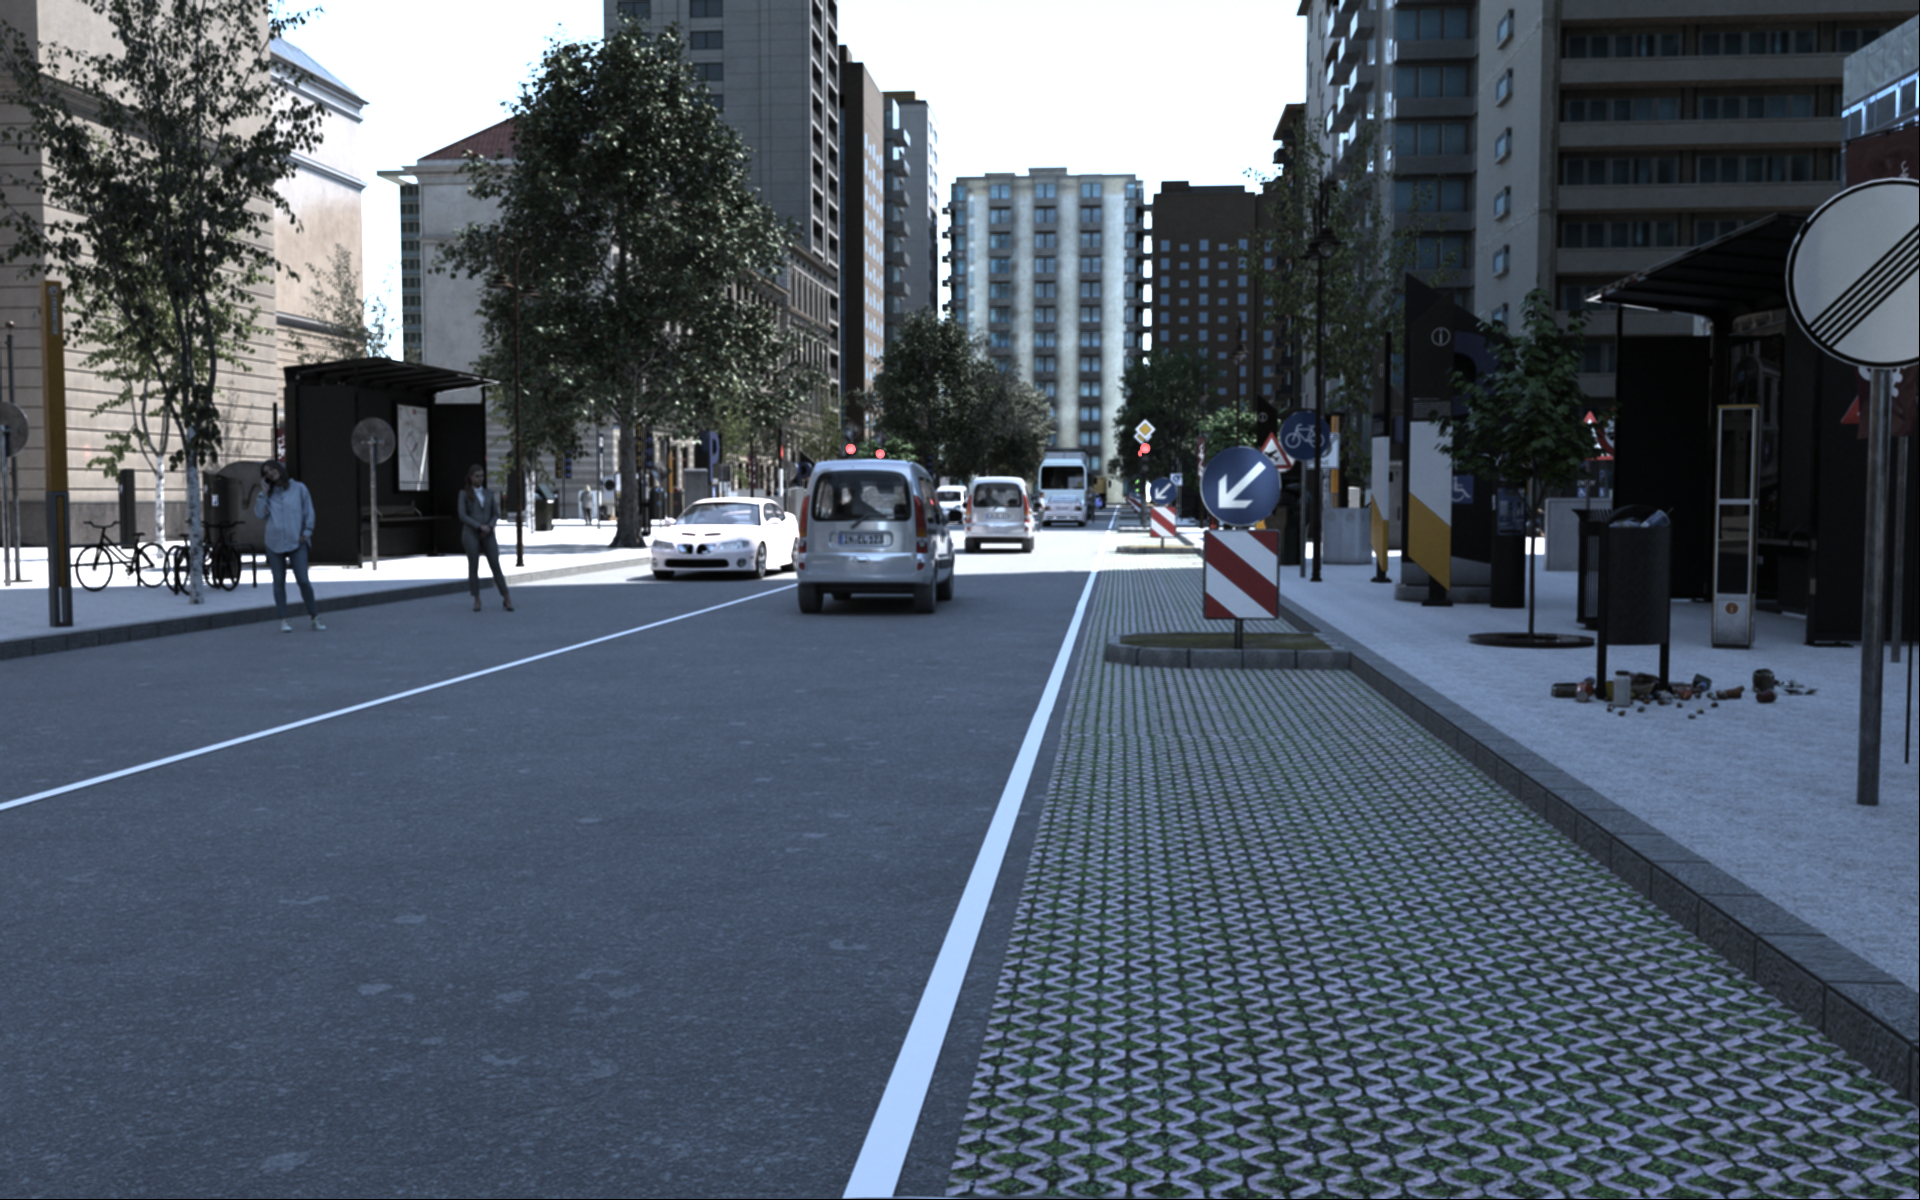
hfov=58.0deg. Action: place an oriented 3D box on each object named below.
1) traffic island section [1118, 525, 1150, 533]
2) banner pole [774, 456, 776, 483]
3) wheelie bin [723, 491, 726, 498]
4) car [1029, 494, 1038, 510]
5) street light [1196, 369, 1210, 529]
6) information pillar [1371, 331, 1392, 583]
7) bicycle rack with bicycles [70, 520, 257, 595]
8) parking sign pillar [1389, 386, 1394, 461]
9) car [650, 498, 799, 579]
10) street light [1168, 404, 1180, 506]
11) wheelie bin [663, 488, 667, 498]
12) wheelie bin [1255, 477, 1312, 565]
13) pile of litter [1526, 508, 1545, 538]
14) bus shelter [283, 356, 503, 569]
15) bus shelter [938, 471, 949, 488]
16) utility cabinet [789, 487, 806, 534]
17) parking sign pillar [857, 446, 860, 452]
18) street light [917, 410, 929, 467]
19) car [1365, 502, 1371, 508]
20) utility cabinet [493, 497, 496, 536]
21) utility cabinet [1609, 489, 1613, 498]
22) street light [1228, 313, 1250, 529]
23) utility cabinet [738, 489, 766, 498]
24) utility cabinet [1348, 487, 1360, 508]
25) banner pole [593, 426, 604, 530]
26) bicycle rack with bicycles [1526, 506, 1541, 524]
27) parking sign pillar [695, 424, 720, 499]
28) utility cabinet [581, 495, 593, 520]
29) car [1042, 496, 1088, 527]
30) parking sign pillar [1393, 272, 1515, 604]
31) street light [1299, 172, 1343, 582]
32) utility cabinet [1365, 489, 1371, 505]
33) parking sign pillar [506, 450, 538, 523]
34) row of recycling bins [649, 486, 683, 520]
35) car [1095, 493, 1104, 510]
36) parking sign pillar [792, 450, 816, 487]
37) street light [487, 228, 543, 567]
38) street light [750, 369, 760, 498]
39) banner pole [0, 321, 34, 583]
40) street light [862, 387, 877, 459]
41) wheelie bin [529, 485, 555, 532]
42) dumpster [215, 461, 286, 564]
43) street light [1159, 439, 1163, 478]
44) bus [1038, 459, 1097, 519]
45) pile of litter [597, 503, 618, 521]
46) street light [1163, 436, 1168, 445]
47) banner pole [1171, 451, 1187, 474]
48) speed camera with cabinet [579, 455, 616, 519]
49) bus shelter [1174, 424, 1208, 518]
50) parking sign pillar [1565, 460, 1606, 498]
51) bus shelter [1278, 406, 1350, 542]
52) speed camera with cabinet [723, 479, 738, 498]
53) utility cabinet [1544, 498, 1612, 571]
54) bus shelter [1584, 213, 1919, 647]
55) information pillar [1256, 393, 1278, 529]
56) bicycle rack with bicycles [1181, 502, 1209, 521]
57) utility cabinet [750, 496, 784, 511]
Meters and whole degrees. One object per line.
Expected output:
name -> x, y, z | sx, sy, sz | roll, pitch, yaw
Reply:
traffic island section -> 6.927, -2.599, 64.772 | 2.009, 0.180, 2.903 | 0, 4, 5
banner pole -> -12.108, -7.541, 113.313 | 0.401, 3.779, 0.863 | 0, 4, -4
wheelie bin -> -11.902, -4.733, 85.297 | 0.693, 1.594, 0.980 | -1, 4, -18
car -> 6.254, -7.867, 140.422 | 2.131, 1.459, 4.920 | 0, 4, 4
street light -> 8.945, -5.574, 63.918 | 0.468, 5.910, 1.993 | 0, 4, 5
information pillar -> 6.119, -2.069, 25.181 | 0.183, 3.616, 0.504 | 0, 4, -8
bicycle rack with bicycles -> -10.558, -0.601, 23.215 | 2.852, 0.926, 2.925 | 1, 4, 11
parking sign pillar -> 11.269, -3.362, 43.446 | 1.447, 3.967, 1.447 | -3, 5, -40
car -> -4.078, -1.122, 30.703 | 2.083, 1.381, 4.827 | 0, 4, 6
street light -> 11.011, -7.080, 88.553 | 0.468, 5.910, 1.993 | 0, 4, 5
wheelie bin -> -15.916, -5.118, 91.595 | 0.980, 1.594, 0.693 | -1, 4, -18
wheelie bin -> 5.942, -1.433, 31.339 | 0.980, 1.594, 0.693 | -3, 4, -37
pile of litter -> 17.475, -2.291, 51.424 | 1.719, 0.858, 1.176 | -2, 4, -34
bus shelter -> -10.517, -2.534, 32.716 | 1.731, 3.624, 6.357 | 0, 4, 5
bus shelter -> -0.717, -8.612, 134.736 | 2.014, 3.302, 5.546 | 0, 4, 5
utility cabinet -> -5.236, -2.855, 55.362 | 0.318, 1.500, 1.173 | -1, 4, -15
parking sign pillar -> -5.891, -6.482, 94.458 | 1.447, 3.967, 1.447 | 2, 4, 29
street light -> -1.985, -7.346, 92.900 | 0.468, 5.910, 1.993 | 0, 4, 5
car -> 16.489, -3.347, 67.298 | 3.894, 1.354, 1.945 | 0, 4, 5
utility cabinet -> -13.972, -2.468, 51.517 | 0.306, 1.237, 1.020 | -1, 4, -18
utility cabinet -> 30.934, -4.461, 81.622 | 0.318, 1.500, 1.173 | 3, 5, 39
street light -> 7.108, -4.373, 44.286 | 0.468, 5.910, 1.993 | 0, 4, 5
utility cabinet -> -8.943, -4.018, 74.378 | 1.173, 1.500, 0.318 | -1, 4, -17
utility cabinet -> 12.063, -2.800, 54.453 | 1.173, 1.500, 0.318 | -2, 4, -35
banner pole -> -13.059, -4.456, 62.873 | 0.401, 3.779, 0.863 | 0, 4, 7
bicycle rack with bicycles -> 20.067, -2.759, 58.486 | 2.852, 0.926, 2.925 | 3, 5, 43
parking sign pillar -> -7.803, -3.978, 53.506 | 1.447, 3.967, 1.447 | 0, 4, 8
utility cabinet -> -18.425, -4.543, 85.440 | 0.306, 1.237, 1.020 | -2, 4, -29
car -> 4.649, -3.962, 77.145 | 2.083, 1.381, 4.827 | 0, 4, 5
parking sign pillar -> 5.999, -1.980, 20.845 | 1.447, 3.967, 1.447 | 1, 4, 14
street light -> 5.233, -3.210, 25.272 | 0.468, 5.910, 1.993 | 0, 4, 5
utility cabinet -> 19.018, -4.411, 80.792 | 0.318, 1.500, 1.173 | -1, 4, -17
parking sign pillar -> -19.573, -5.444, 77.477 | 1.447, 3.967, 1.447 | 0, 4, -7
row of recycling bins -> -14.677, -4.848, 86.380 | 3.534, 1.692, 1.069 | -2, 4, -26
car -> 12.296, -9.195, 159.921 | 1.945, 1.707, 3.694 | 0, 4, 5
parking sign pillar -> -9.308, -7.151, 105.386 | 1.447, 3.967, 1.447 | 2, 4, 35
street light -> -7.770, -3.524, 30.409 | 0.468, 5.910, 1.993 | 0, 4, 5
street light -> -5.974, -4.704, 49.692 | 0.468, 5.910, 1.993 | 0, 4, 5
banner pole -> -13.820, -2.135, 24.920 | 0.401, 3.779, 0.863 | 2, 4, 24
street light -> -3.836, -6.185, 73.912 | 0.468, 5.910, 1.993 | 0, 4, 5
wheelie bin -> -14.398, -3.160, 59.571 | 0.693, 1.594, 0.980 | 1, 4, 11
dumpster -> -12.323, -1.541, 30.954 | 1.264, 1.857, 1.865 | 0, 4, 5
street light -> 14.887, -9.487, 127.896 | 0.468, 5.910, 1.993 | 0, 4, 5
bus -> 6.112, -6.309, 98.011 | 2.948, 3.499, 13.247 | 0, 4, 6
pile of litter -> -16.787, -4.202, 82.666 | 1.176, 0.858, 1.719 | 0, 4, 6
street light -> 13.111, -8.282, 108.199 | 0.468, 5.910, 1.993 | 0, 4, 5
banner pole -> 12.818, -6.746, 100.309 | 0.863, 3.779, 0.401 | 0, 4, 2
speed camera with cabinet -> -18.340, -5.733, 88.063 | 2.038, 3.252, 0.660 | 1, 4, 13
bus shelter -> 12.928, -7.215, 95.603 | 2.179, 5.291, 8.768 | 0, 4, 5
parking sign pillar -> 22.010, -4.433, 60.956 | 1.447, 3.967, 1.447 | -3, 5, -39
bus shelter -> 9.924, -3.557, 49.443 | 1.731, 3.624, 6.357 | 0, 4, 5
speed camera with cabinet -> -11.888, -5.862, 90.173 | 0.660, 3.252, 2.038 | -3, 5, -44
utility cabinet -> 10.289, -1.082, 28.858 | 1.020, 1.237, 0.306 | 0, 4, 7
bus shelter -> 7.969, -1.605, 17.520 | 1.731, 3.624, 6.357 | 0, 4, 5
information pillar -> 7.096, -2.985, 40.158 | 0.504, 3.616, 0.183 | 1, 4, 21
bicycle rack with bicycles -> 11.793, -4.120, 80.742 | 2.925, 0.926, 2.852 | -2, 4, -33
utility cabinet -> -5.990, -2.608, 53.803 | 1.020, 1.237, 0.306 | -1, 4, -21
